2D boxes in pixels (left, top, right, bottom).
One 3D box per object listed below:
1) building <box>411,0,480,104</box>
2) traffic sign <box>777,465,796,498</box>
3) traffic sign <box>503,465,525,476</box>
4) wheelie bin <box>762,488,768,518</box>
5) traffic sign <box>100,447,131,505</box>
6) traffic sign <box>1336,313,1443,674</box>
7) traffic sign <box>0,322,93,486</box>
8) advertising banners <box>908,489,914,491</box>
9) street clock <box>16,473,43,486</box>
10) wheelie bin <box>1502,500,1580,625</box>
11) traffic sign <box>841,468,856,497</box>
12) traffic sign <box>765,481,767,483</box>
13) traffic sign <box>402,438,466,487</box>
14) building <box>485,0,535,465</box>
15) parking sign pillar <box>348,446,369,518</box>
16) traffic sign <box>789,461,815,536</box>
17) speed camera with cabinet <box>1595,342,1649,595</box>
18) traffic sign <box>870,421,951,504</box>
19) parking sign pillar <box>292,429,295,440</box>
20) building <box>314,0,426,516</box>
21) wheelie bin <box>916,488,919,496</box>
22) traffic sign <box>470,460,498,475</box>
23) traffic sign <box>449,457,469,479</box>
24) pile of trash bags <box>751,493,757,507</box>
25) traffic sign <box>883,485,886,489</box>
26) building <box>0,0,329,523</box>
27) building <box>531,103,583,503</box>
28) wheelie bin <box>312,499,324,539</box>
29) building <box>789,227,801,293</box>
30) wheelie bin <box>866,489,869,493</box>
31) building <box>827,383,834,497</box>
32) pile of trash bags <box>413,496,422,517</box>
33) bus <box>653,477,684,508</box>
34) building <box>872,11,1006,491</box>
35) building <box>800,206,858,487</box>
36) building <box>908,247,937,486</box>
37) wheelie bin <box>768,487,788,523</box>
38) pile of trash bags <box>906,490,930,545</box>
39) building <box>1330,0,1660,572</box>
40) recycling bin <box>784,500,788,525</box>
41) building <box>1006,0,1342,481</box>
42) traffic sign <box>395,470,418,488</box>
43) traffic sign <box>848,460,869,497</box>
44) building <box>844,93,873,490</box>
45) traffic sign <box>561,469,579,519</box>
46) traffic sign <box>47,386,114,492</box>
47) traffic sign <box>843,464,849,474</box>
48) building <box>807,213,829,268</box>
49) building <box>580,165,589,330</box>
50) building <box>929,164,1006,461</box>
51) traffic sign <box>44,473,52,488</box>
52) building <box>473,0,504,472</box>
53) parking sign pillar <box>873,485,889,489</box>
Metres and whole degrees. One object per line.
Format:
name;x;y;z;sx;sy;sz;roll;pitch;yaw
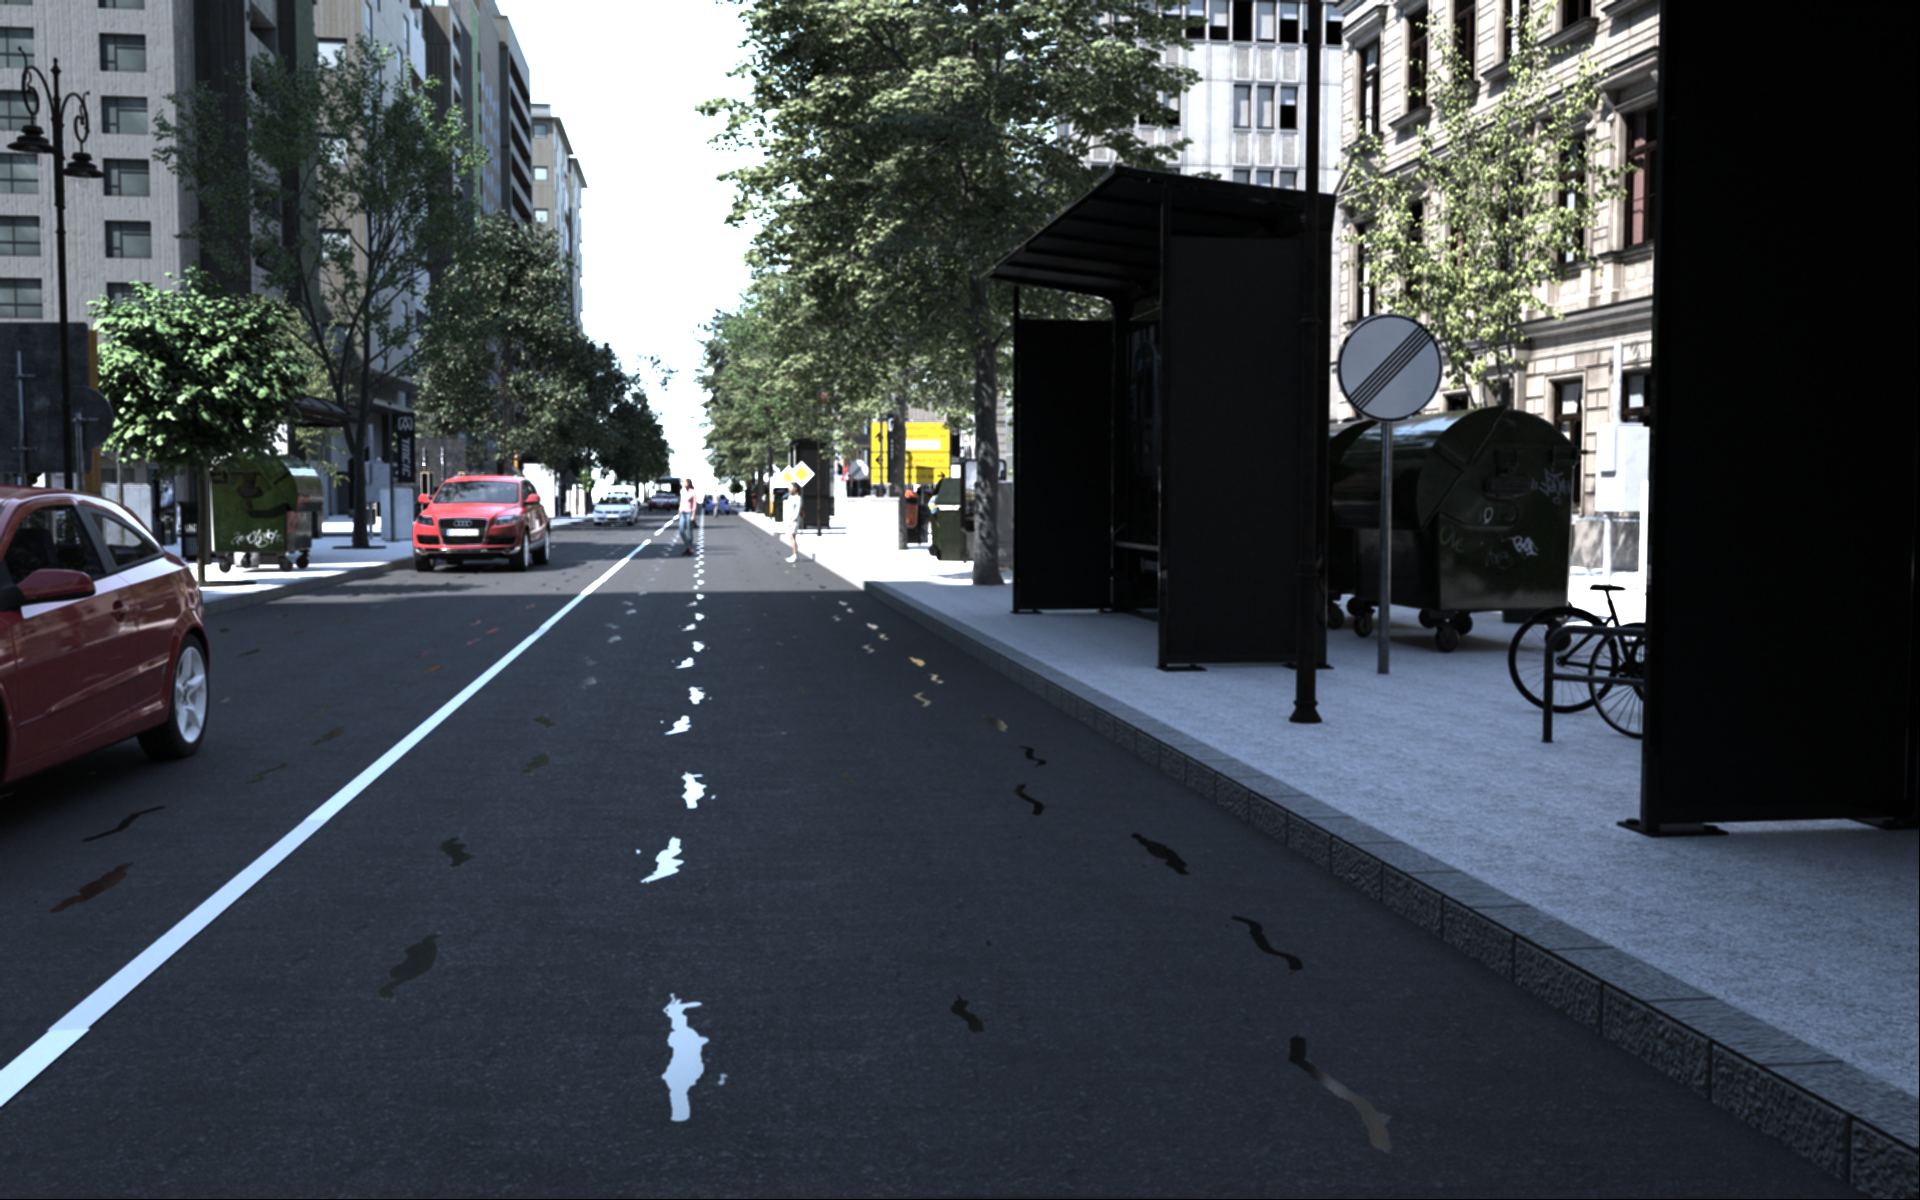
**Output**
building;-45.832;-27.738;137.105;14.154;41.232;14.086;-1;4;-8
traffic sign;-5.962;-3.470;60.370;0.795;2.450;0.064;-1;4;-8
traffic sign;-15.209;-3.387;59.027;0.795;2.450;0.064;-1;4;-8
wheelie bin;-10.258;-5.291;94.408;0.980;1.594;0.693;-1;4;-22
traffic sign;-12.802;-1.609;26.415;0.768;2.556;0.104;0;4;1
traffic sign;3.028;-0.746;12.307;0.768;2.556;0.104;0;4;-4
traffic sign;-11.459;-1.634;20.593;2.265;3.308;0.079;0;4;1
advertising banners;-1.445;-3.264;49.553;0.090;3.025;2.074;-1;4;-8
street clock;-14.281;-1.348;26.604;0.358;2.002;0.471;1;4;9
wheelie bin;5.729;-0.574;17.290;0.693;1.594;0.980;3;4;38
traffic sign;-4.333;-4.243;69.382;0.884;2.594;0.081;0;4;-4
traffic sign;-15.186;-8.058;133.874;0.606;2.300;0.079;0;4;1
traffic sign;-19.103;-4.220;62.875;2.265;3.308;0.079;0;4;-7
building;-53.372;-33.309;168.306;21.300;48.544;21.600;-1;4;-8
parking sign pillar;-32.494;-6.458;94.063;1.447;3.967;1.447;0;4;1
traffic sign;-4.794;-2.986;52.470;0.795;2.450;0.064;-1;4;-8
speed camera with cabinet;8.882;-1.692;22.008;0.660;3.252;2.038;-1;4;-10
traffic sign;-1.374;-3.318;48.119;2.265;3.308;0.079;0;4;0
parking sign pillar;-23.063;-4.268;58.257;1.447;3.967;1.447;3;5;42
building;-49.473;-31.866;110.247;28.713;52.752;27.495;-1;4;-8
wheelie bin;-1.328;-3.555;66.028;0.693;1.594;0.980;3;4;37
traffic sign;-14.041;-2.904;51.128;0.795;2.450;0.064;-1;4;-8
traffic sign;-17.721;-3.762;61.518;0.884;2.594;0.081;0;4;1
pile of trash bags;-12.134;-6.366;113.842;3.447;1.369;1.912;-3;4;-36
traffic sign;-2.768;-3.883;63.598;0.768;2.556;0.104;0;4;-6
building;-37.393;-18.706;77.544;14.160;30.474;14.107;-1;4;-8
building;-67.648;-39.548;235.843;28.713;52.752;27.495;-1;4;-8
wheelie bin;-18.794;-2.574;49.990;0.980;1.594;0.693;0;4;-2
building;-16.733;-40.418;284.530;21.300;48.544;21.600;-1;4;-8
wheelie bin;-6.051;-6.254;110.165;0.980;1.594;0.693;-3;5;-39
building;-12.923;-28.542;238.363;14.160;30.474;14.107;-1;4;-8
pile of trash bags;-29.605;-5.207;94.888;1.912;1.369;3.447;1;4;15
bus;-30.009;-11.276;179.214;2.948;3.499;13.247;0;4;-7
building;-0.833;-28.591;151.054;14.154;41.232;14.086;-1;4;-8
building;-17.070;-37.656;265.791;14.600;45.320;14.200;-1;4;-8
building;2.401;-17.786;126.960;11.583;22.565;21.152;-1;4;-8
wheelie bin;-7.997;-4.273;77.764;0.980;1.594;0.693;0;4;-6
pile of trash bags;-1.647;-2.130;44.582;1.912;1.369;3.447;-1;4;-17
building;15.015;-10.329;33.511;10.561;19.102;19.286;-1;4;-8
recycling bin;-6.786;-3.599;71.397;0.722;1.027;0.722;2;4;31
building;12.936;-15.981;79.309;19.932;24.808;12.078;-1;4;-8
traffic sign;-19.350;-3.633;60.591;0.795;2.450;0.064;0;4;1
traffic sign;-3.767;-3.920;64.203;0.768;2.556;0.104;0;4;1
building;-0.103;-31.703;172.965;22.147;44.769;28.867;-1;4;-8
traffic sign;-19.928;-5.413;88.506;0.884;2.594;0.081;0;4;-4
traffic sign;-10.375;-1.244;20.448;0.768;2.556;0.104;0;4;-2
traffic sign;-4.386;-4.327;70.847;0.768;2.556;0.104;0;4;-1
building;-15.314;-34.759;251.905;14.154;41.232;14.086;-1;4;-8
building;-71.429;-41.210;263.026;28.713;52.752;27.495;-1;4;-8
building;5.979;-16.069;104.526;13.314;21.916;24.055;-1;4;-8
traffic sign;-11.447;-1.324;21.754;0.768;2.556;0.104;0;4;-4
building;-47.840;-30.645;151.160;14.600;45.320;14.200;-1;4;-8
parking sign pillar;-3.864;-6.233;90.388;1.447;3.967;1.447;-1;4;-12
